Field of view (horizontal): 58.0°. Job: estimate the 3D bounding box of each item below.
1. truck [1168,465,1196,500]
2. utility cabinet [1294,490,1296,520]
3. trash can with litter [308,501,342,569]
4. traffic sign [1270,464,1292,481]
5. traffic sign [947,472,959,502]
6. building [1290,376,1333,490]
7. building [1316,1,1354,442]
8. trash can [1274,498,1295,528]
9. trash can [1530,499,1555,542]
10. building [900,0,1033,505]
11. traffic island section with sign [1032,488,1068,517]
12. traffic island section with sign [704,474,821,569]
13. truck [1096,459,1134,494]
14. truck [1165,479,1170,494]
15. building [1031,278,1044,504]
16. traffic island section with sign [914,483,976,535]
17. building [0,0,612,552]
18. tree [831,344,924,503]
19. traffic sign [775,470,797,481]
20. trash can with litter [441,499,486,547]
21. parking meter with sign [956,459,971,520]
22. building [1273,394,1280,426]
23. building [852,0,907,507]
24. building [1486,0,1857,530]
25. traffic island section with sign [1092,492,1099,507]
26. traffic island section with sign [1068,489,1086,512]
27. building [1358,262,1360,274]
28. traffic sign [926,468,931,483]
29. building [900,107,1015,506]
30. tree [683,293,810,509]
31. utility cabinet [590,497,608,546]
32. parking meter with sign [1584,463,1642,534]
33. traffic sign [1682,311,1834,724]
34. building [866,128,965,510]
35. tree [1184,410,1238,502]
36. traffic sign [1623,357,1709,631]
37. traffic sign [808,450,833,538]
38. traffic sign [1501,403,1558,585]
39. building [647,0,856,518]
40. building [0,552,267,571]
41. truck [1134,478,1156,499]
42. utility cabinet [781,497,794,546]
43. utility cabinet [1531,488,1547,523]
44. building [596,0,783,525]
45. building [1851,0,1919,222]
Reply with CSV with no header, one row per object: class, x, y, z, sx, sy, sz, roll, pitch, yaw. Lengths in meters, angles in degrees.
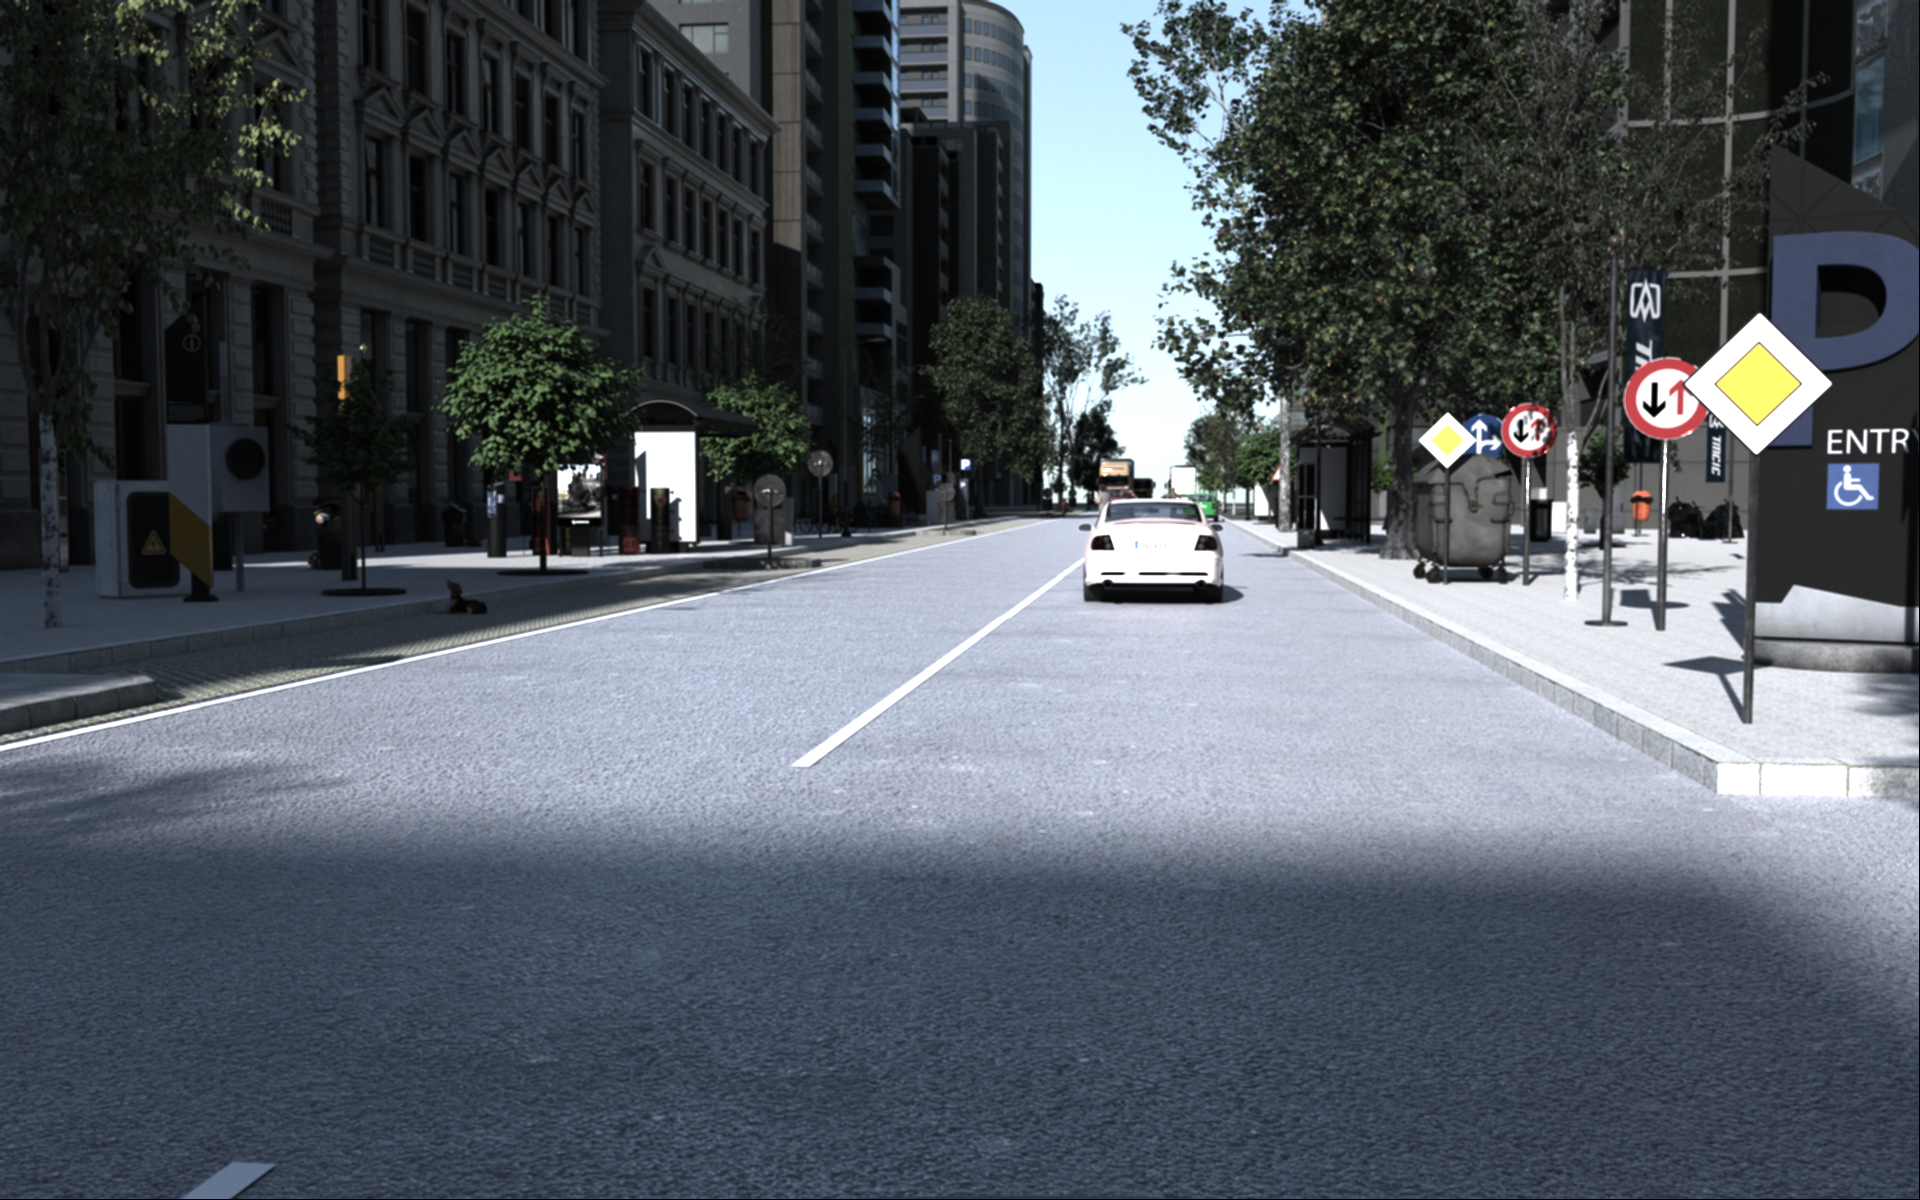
truck,22.348,-11.326,174.097,2.839,4.237,11.283,0,4,7
utility cabinet,15.870,-4.570,83.396,1.173,1.500,0.318,-2,4,-27
trash can with litter,-10.872,-1.114,29.600,0.624,1.170,1.055,-3,5,-42
traffic sign,12.840,-4.236,69.264,0.884,2.594,0.081,1,4,12
traffic sign,-0.325,-4.795,80.532,0.606,2.300,0.079,1,4,12
building,42.533,-30.855,188.080,14.154,41.232,14.086,0,4,7
building,42.463,-33.335,134.262,28.713,52.752,27.495,0,4,7
trash can,11.689,-3.107,62.458,0.748,1.137,0.748,0,3,0
trash can,15.579,-2.134,46.544,0.748,1.137,0.748,0,3,0
building,-3.097,-40.669,206.929,21.231,58.520,28.212,0,4,7
traffic island section with sign,5.621,-6.200,109.999,1.989,1.847,2.006,0,4,7
traffic island section with sign,-3.780,-1.539,33.788,1.989,1.847,2.006,0,4,7
truck,12.611,-9.205,139.407,2.839,4.237,11.283,0,4,8
truck,28.698,-14.165,227.521,3.469,3.379,9.791,0,4,6
building,3.551,-27.944,228.588,14.160,30.474,14.107,0,4,7
traffic island section with sign,-0.483,-3.175,60.542,1.989,1.847,2.006,0,4,7
building,-18.163,-13.532,50.133,11.050,23.489,19.941,0,4,7
tree,-3.986,-8.211,84.606,4.360,8.622,3.978,0,3,0
traffic sign,-5.005,-2.980,48.732,0.884,2.594,0.081,1,4,15
trash can with litter,-12.079,-1.885,42.204,1.055,1.170,0.624,1,4,10
parking meter with sign,0.155,-5.453,85.417,0.543,3.016,1.738,1,4,9
building,52.388,-36.986,224.331,23.786,49.044,30.456,0,4,7
building,-15.082,-49.189,116.917,22.319,86.520,31.000,0,4,7
building,32.250,-38.299,64.440,20.563,71.187,20.611,0,4,7
traffic island section with sign,15.692,-11.196,191.677,1.989,1.847,2.006,0,4,7
traffic island section with sign,8.967,-7.859,137.119,1.989,1.847,2.006,0,4,7
building,33.232,-20.998,115.010,14.160,30.474,14.107,0,4,7
traffic sign,-1.747,-5.018,82.150,0.768,2.556,0.104,1,4,9
building,-1.815,-30.672,185.077,14.154,41.232,14.086,0,4,7
tree,-7.572,-6.877,62.796,4.737,8.622,4.395,0,3,0
utility cabinet,-9.166,-1.983,43.588,0.306,1.237,1.020,-2,4,-29
parking meter with sign,21.073,-3.645,55.855,1.738,3.016,0.543,1,4,15
traffic sign,4.400,-0.366,9.623,0.795,2.450,0.064,0,4,7
building,-7.343,-22.548,140.359,14.160,30.474,14.107,0,4,7
tree,28.191,-15.770,192.251,7.601,10.594,8.767,-1,4,-20
traffic sign,6.593,-0.985,16.217,0.768,2.556,0.104,1,4,13
traffic sign,-4.070,-3.075,50.390,0.768,2.556,0.104,1,4,10
traffic sign,7.952,-1.477,24.261,0.768,2.556,0.104,1,4,9
building,-13.917,-25.167,95.076,14.154,41.232,14.086,0,4,7
building,-20.484,-12.323,30.364,11.050,23.489,19.941,0,4,7
truck,22.422,-13.308,213.501,3.469,3.379,9.791,0,4,7
utility cabinet,-4.269,-1.938,42.852,0.306,1.237,1.020,0,4,-4
utility cabinet,20.833,-3.289,62.451,0.318,1.500,1.173,0,4,3
building,-15.174,-14.330,70.456,11.583,22.565,21.152,0,4,7
building,30.427,-24.767,24.545,30.456,49.044,23.786,0,4,7
